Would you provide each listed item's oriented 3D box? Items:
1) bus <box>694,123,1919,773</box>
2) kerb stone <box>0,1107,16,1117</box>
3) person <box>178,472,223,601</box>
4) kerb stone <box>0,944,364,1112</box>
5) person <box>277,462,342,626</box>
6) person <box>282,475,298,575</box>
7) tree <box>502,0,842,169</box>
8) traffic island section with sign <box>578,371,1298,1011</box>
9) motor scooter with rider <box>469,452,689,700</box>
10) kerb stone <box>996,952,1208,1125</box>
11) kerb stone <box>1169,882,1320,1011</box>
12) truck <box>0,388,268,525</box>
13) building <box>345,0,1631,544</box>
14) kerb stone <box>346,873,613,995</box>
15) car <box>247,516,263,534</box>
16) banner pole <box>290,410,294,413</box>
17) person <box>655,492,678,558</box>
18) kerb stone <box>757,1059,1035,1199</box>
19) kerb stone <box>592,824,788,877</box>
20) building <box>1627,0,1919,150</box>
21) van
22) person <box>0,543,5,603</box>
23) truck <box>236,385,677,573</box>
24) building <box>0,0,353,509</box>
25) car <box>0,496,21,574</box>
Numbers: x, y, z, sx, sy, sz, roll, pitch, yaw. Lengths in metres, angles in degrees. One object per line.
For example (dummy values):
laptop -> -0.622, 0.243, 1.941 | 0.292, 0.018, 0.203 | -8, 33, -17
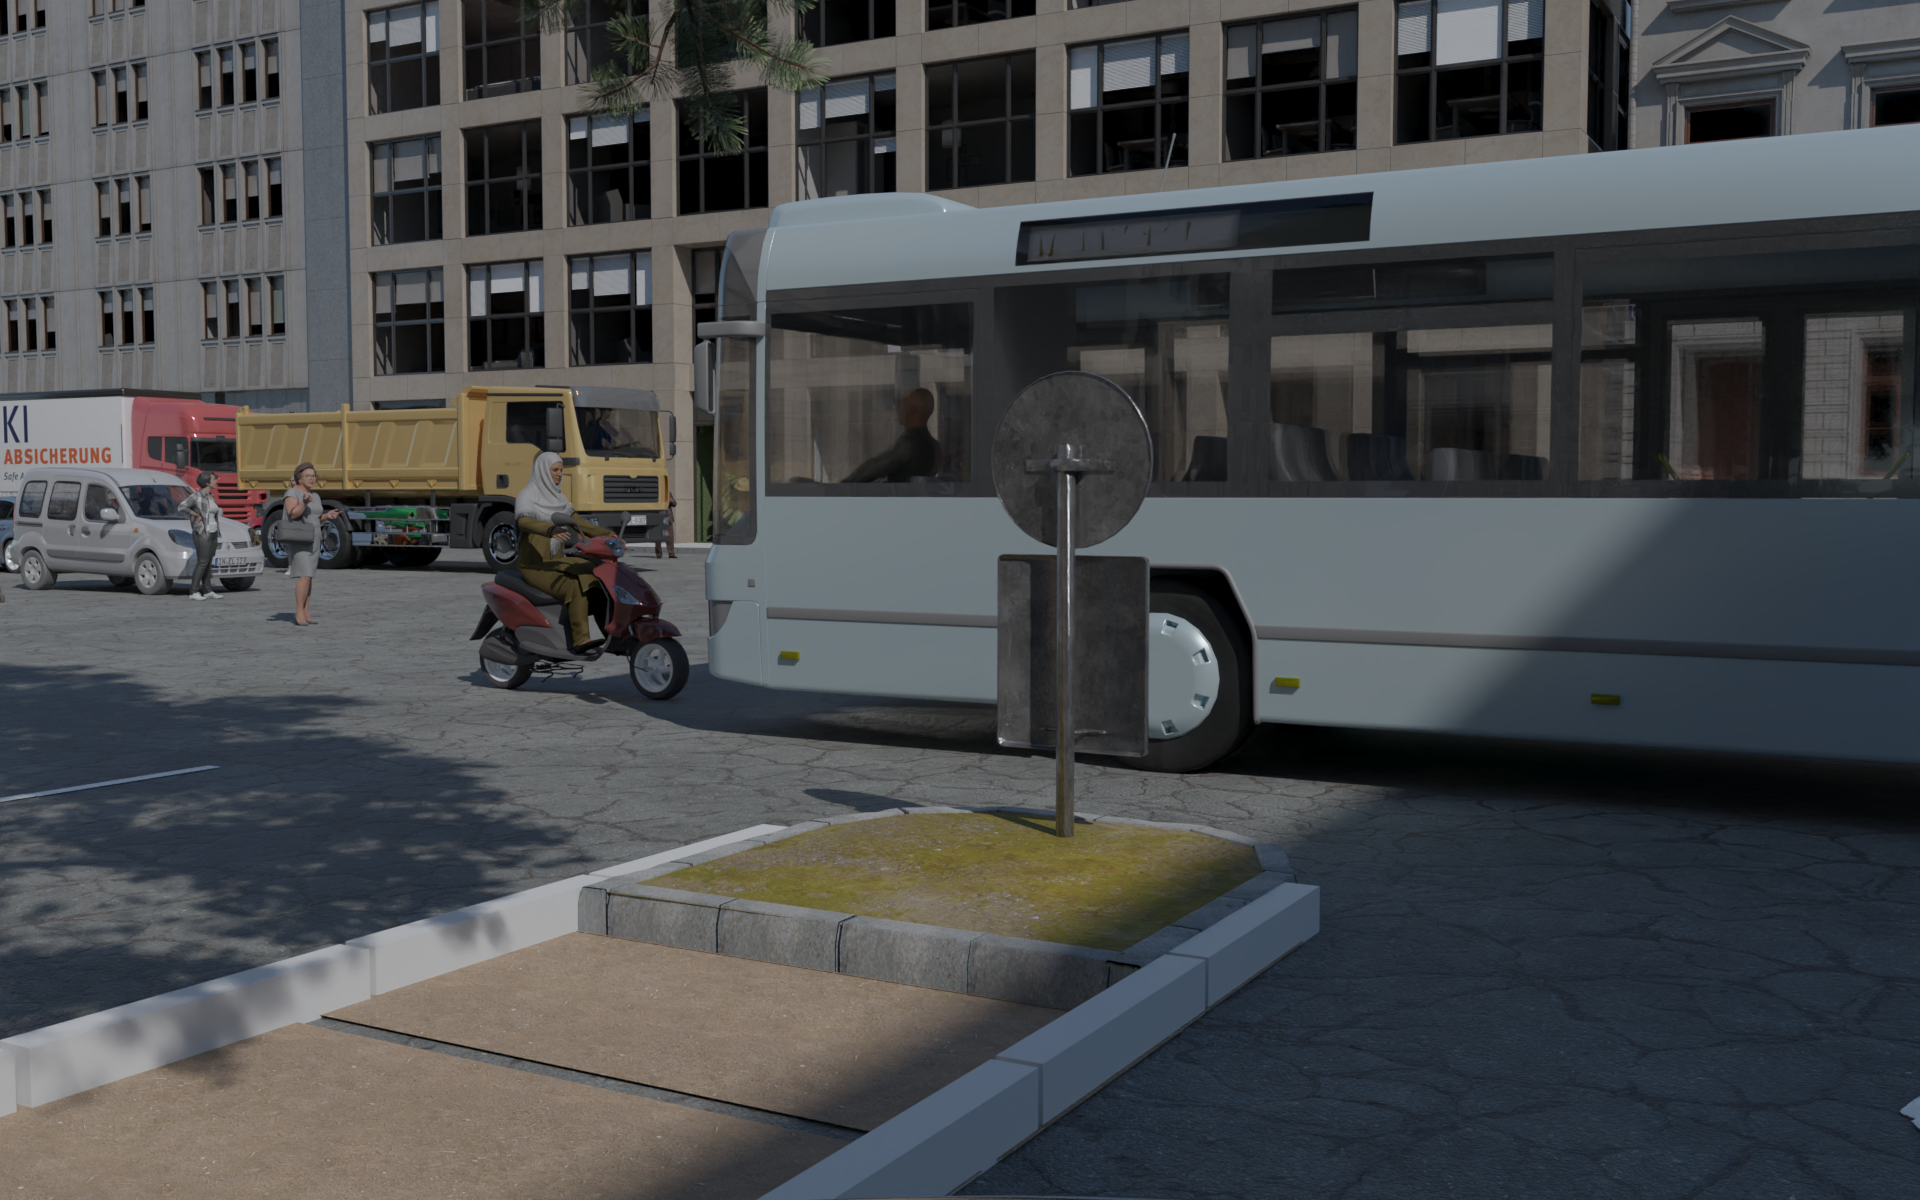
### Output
bus -> 4.060, -0.832, 8.465 | 13.247, 3.499, 2.948 | 2, 4, 29
kerb stone -> -2.469, 1.139, 3.579 | 0.120, 0.150, 1.000 | 2, 4, 29
person -> -10.286, -0.876, 23.551 | 0.376, 1.734, 0.841 | 0, 4, 6
kerb stone -> -1.960, 1.084, 4.474 | 0.120, 0.150, 1.000 | 2, 4, 29
person -> -7.138, -0.616, 18.922 | 0.532, 1.782, 0.716 | 1, 4, 18
person -> -11.730, -1.359, 30.904 | 0.709, 1.800, 0.728 | 0, 4, 8
tree -> -2.323, -4.719, 1.665 | 6.751, 12.117, 7.091 | 0, 3, 0
traffic island section with sign -> 0.109, 0.133, 5.966 | 2.006, 1.907, 1.989 | 2, 4, 29
motor scooter with rider -> -2.776, -0.208, 12.374 | 1.986, 1.779, 0.876 | 2, 4, 29
kerb stone -> 0.379, 1.090, 4.367 | 0.120, 0.150, 1.000 | 2, 4, 29
kerb stone -> 0.880, 1.036, 5.262 | 0.120, 0.150, 1.000 | 2, 4, 29
truck -> -23.487, -3.606, 47.873 | 11.283, 4.237, 2.839 | 2, 4, 28
building -> 1.871, -15.008, 49.891 | 34.151, 26.468, 19.350 | 2, 4, 29
kerb stone -> -1.464, 1.029, 5.376 | 0.120, 0.150, 1.000 | 2, 4, 29
car -> -14.545, -1.889, 39.924 | 4.494, 1.783, 2.155 | 2, 4, 29
banner pole -> -19.966, -3.776, 51.754 | 0.401, 3.779, 0.863 | -2, 4, -31
person -> -6.562, -1.790, 38.456 | 0.600, 1.739, 0.565 | 2, 4, 35
kerb stone -> -0.122, 1.145, 3.471 | 0.120, 0.150, 1.000 | 2, 4, 29
kerb stone -> -0.958, 0.974, 6.269 | 0.120, 0.150, 1.000 | 2, 4, 29
building -> 23.945, -12.031, 32.868 | 21.152, 22.565, 11.583 | 2, 4, 29
van -> -12.239, -1.148, 25.786 | 4.112, 2.044, 2.013 | 2, 4, 29
person -> -12.925, -0.392, 22.840 | 0.695, 0.859, 0.347 | 1, 4, 20
truck -> -9.335, -2.247, 32.664 | 9.791, 3.379, 3.469 | 2, 4, 29
building -> -23.289, -14.821, 60.339 | 19.932, 24.808, 12.078 | 2, 4, 29
car -> -17.703, -1.255, 32.524 | 4.499, 1.417, 2.014 | 2, 4, 30
